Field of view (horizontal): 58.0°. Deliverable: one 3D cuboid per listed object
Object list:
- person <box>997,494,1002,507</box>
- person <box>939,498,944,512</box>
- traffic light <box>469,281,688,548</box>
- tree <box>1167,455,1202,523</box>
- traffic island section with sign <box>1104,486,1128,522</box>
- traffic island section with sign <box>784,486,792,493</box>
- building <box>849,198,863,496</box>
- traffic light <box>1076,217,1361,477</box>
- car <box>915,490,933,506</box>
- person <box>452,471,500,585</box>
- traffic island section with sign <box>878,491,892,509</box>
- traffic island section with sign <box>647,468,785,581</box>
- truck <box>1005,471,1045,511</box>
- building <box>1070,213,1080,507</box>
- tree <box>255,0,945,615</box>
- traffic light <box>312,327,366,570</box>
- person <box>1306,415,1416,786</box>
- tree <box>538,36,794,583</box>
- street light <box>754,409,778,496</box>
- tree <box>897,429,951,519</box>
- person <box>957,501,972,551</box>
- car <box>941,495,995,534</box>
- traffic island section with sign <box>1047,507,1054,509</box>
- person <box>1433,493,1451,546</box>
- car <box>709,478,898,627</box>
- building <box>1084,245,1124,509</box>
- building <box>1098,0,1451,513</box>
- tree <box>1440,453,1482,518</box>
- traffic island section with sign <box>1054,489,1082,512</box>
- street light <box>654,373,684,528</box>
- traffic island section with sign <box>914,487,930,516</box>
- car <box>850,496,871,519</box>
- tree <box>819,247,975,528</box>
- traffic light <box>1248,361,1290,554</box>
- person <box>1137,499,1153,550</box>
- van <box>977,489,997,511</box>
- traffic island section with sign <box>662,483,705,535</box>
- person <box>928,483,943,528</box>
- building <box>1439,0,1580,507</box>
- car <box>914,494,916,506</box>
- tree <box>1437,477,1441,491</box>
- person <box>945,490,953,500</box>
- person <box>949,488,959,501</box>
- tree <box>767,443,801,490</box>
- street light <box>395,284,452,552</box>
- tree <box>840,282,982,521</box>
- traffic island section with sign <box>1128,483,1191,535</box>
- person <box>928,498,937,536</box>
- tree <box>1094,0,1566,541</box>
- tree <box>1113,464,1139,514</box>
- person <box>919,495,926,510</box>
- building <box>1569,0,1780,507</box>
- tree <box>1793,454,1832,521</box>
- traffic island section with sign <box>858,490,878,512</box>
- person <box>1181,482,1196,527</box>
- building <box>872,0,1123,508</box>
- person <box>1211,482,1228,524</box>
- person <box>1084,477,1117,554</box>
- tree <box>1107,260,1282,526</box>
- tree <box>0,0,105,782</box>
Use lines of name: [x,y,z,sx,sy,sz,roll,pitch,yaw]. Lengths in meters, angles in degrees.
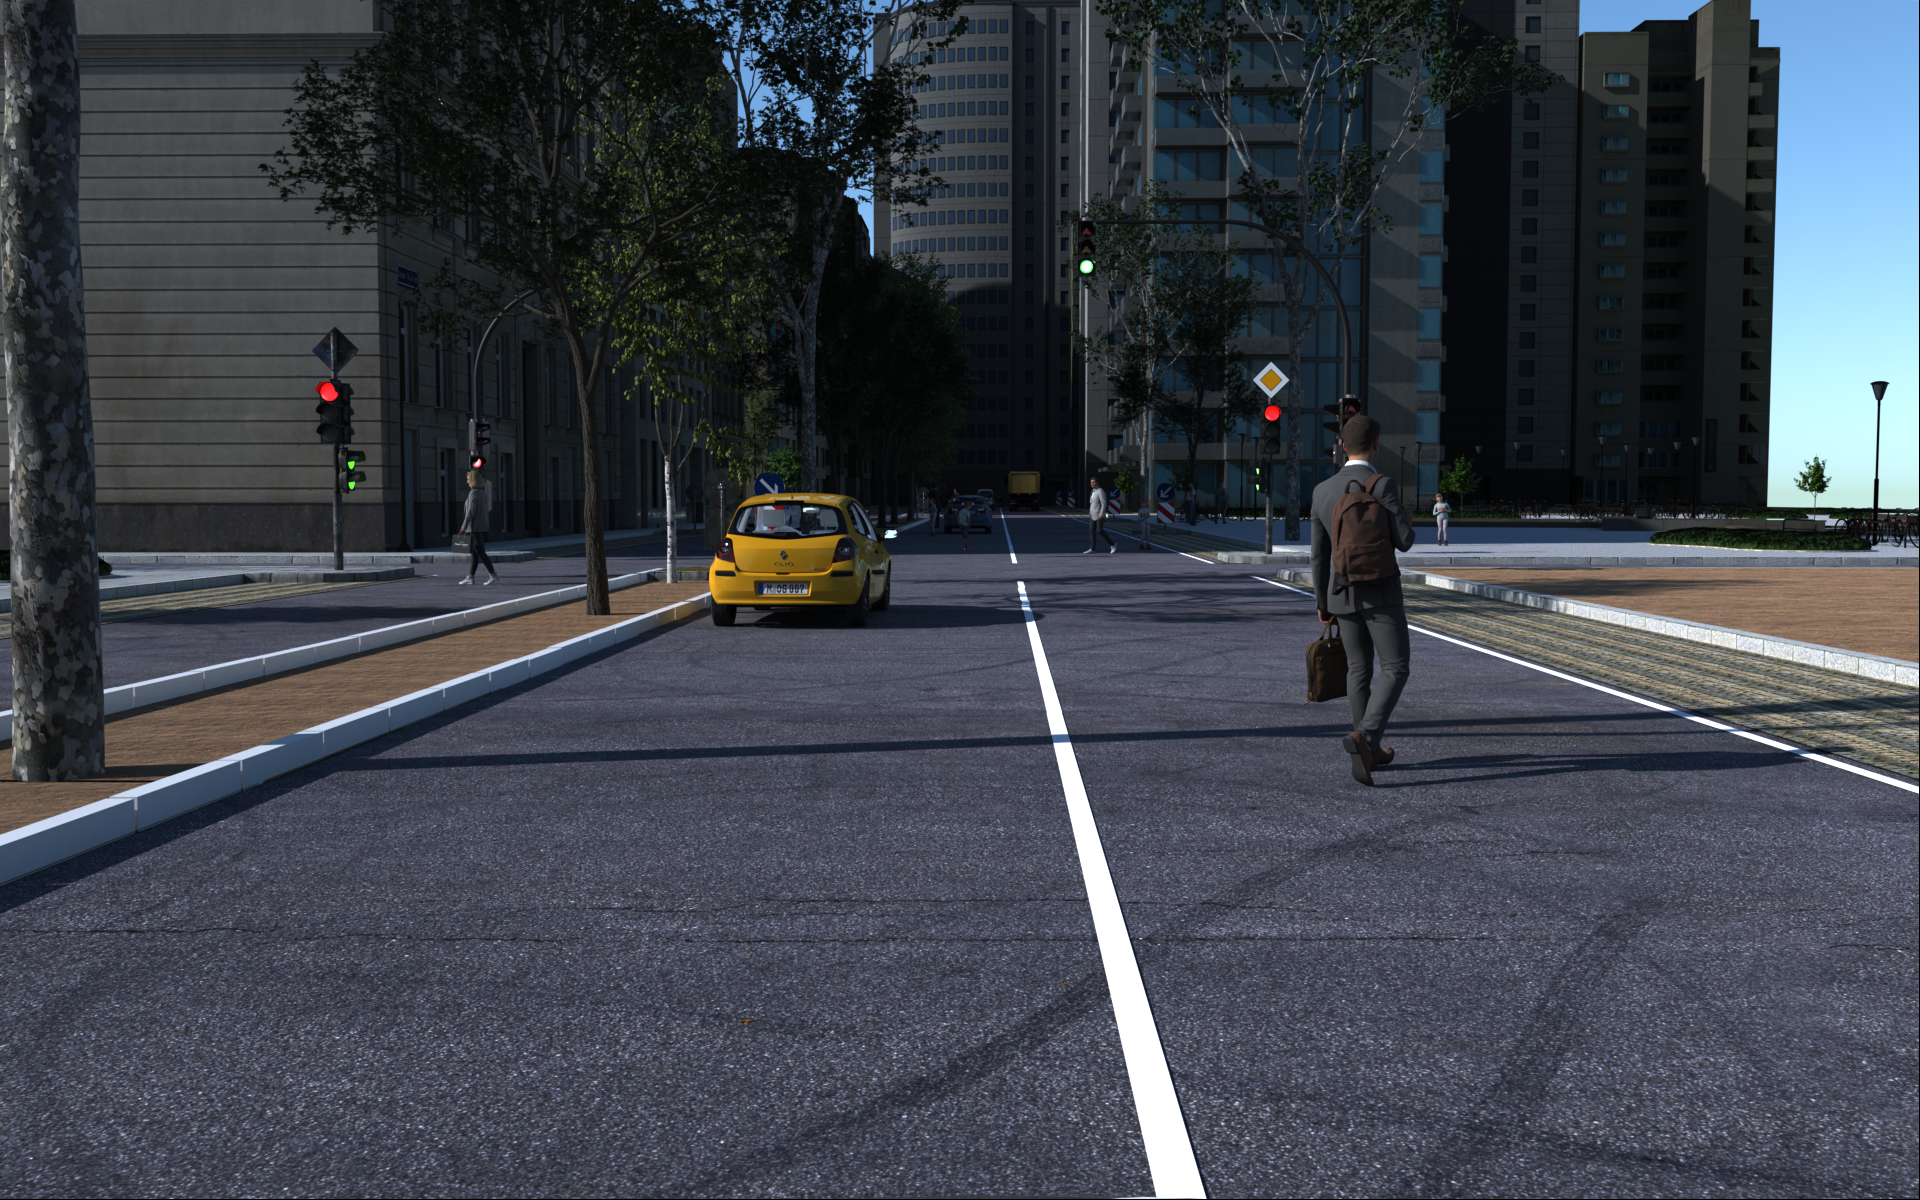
person: [4.224,-10.591,184.897,0.421,1.427,0.697,-2,4,-25]
person: [-1.783,-7.862,137.589,0.990,1.755,0.434,-1,4,-10]
traffic light: [-8.207,-3.818,37.098,4.771,5.953,1.251,0,4,1]
tree: [10.453,-5.132,78.515,1.663,3.219,1.824,0,3,0]
traffic island section with sign: [7.707,-4.880,88.422,1.989,1.847,2.006,0,4,1]
traffic island section with sign: [-8.915,-4.902,88.783,1.989,1.847,2.006,0,4,1]
building: [-16.958,-23.890,162.299,14.160,30.474,14.107,0,4,1]
traffic light: [4.295,-3.304,28.686,4.771,5.953,1.251,0,4,1]
car: [-3.360,-10.118,174.099,2.281,1.827,5.304,0,4,2]
person: [-7.617,-1.135,27.244,0.728,1.800,0.709,1,4,10]
traffic island section with sign: [-7.266,-9.664,166.637,1.989,1.847,2.006,0,4,1]
traffic island section with sign: [-4.122,-1.298,29.358,2.006,1.907,1.989,0,4,1]
truck: [5.433,-9.194,146.248,3.469,3.379,9.791,0,4,2]
building: [18.444,-24.968,179.926,14.160,30.474,14.107,0,4,1]
tree: [-4.242,-5.114,20.484,8.767,10.594,7.601,0,4,1]
traffic light: [-10.470,-2.459,29.124,0.839,4.253,0.868,0,4,1]
person: [2.032,-0.020,8.789,0.622,1.834,0.822,3,4,38]
tree: [-4.564,-4.547,27.170,4.737,8.622,4.395,0,3,0]
street light: [-10.560,-7.415,93.774,1.470,5.913,1.316,0,4,1]
tree: [-2.400,-8.917,98.612,4.737,8.622,4.395,0,3,0]
person: [0.121,-1.885,44.010,0.352,1.250,0.332,-1,4,-17]
car: [0.304,-3.181,64.008,2.014,1.417,4.499,0,4,1]
traffic island section with sign: [9.341,-9.619,165.899,1.989,1.847,2.006,0,4,1]
person: [12.023,-2.007,43.141,0.425,1.301,0.394,0,4,-5]
car: [-1.771,-0.609,20.173,2.015,1.641,3.980,0,4,3]
building: [21.448,-37.669,157.881,21.231,58.520,28.212,0,4,1]
building: [22.779,-31.147,128.856,23.786,49.044,30.456,0,4,1]
tree: [23.722,-5.306,81.359,1.663,3.219,1.824,0,3,0]
traffic island section with sign: [8.766,-7.966,138.877,1.989,1.847,2.006,0,4,1]
street light: [-11.121,-5.728,66.190,1.470,5.913,1.316,0,4,1]
traffic island section with sign: [-2.371,-6.346,111.885,2.006,1.907,1.989,0,4,1]
car: [-5.348,-4.399,84.501,1.945,1.354,3.894,0,4,2]
tree: [-3.164,-8.792,71.954,9.928,11.665,9.643,0,3,0]
traffic light: [6.558,-2.926,36.767,0.839,4.253,0.868,0,4,1]
person: [4.775,-1.945,44.576,0.394,1.301,0.425,3,4,37]
van: [2.192,-8.659,148.592,2.013,2.044,4.112,0,4,1]
traffic island section with sign: [-9.492,-3.254,61.834,1.989,1.847,2.006,0,4,1]
person: [-1.055,-3.971,72.782,0.474,1.900,0.648,2,4,27]
building: [48.857,-45.091,175.493,20.611,71.187,20.563,0,4,1]
car: [-4.345,-10.571,182.627,2.009,1.686,4.222,0,4,0]
tree: [30.691,-7.013,109.265,1.663,3.219,1.824,0,3,0]
person: [-0.901,-10.048,172.927,1.348,1.807,0.705,-2,4,-34]
person: [-0.291,-6.431,113.749,0.705,1.812,1.348,2,4,34]
tree: [-10.888,-7.733,110.147,4.285,4.588,4.351,0,3,0]
street light: [-11.724,-4.005,38.026,1.470,5.913,1.316,0,4,1]
tree: [-2.716,-10.502,92.297,7.486,12.596,7.792,0,3,0]
traffic island section with sign: [7.123,-3.232,61.473,1.989,1.847,2.006,0,4,1]
person: [-0.950,-2.829,59.036,0.394,1.301,0.425,-3,5,-44]
tree: [10.517,-11.663,46.571,12.611,20.169,13.585,0,3,0]
tree: [10.933,-7.255,113.212,1.663,3.219,1.824,0,3,0]
person: [-3.256,-8.682,151.173,0.721,1.735,1.217,3,4,37]
building: [69.953,-33.750,175.507,21.600,48.544,21.300,0,4,1]
tree: [40.335,-5.312,81.454,1.663,3.219,1.824,0,3,0]
traffic island section with sign: [-7.848,-7.994,139.322,1.989,1.847,2.006,0,4,1]
person: [9.027,-3.771,68.289,0.593,1.750,0.643,2,4,27]
building: [4.062,-40.584,205.542,28.212,58.520,21.231,0,4,1]
person: [11.289,-4.210,74.982,0.694,1.812,0.767,-1,4,-16]
person: [3.367,-2.037,41.645,0.795,1.843,0.661,-1,4,-21]
tree: [9.194,-8.289,69.930,7.601,10.594,8.767,-3,4,-38]
tree: [-5.768,-9.218,9.059,12.611,20.169,13.585,0,3,0]
